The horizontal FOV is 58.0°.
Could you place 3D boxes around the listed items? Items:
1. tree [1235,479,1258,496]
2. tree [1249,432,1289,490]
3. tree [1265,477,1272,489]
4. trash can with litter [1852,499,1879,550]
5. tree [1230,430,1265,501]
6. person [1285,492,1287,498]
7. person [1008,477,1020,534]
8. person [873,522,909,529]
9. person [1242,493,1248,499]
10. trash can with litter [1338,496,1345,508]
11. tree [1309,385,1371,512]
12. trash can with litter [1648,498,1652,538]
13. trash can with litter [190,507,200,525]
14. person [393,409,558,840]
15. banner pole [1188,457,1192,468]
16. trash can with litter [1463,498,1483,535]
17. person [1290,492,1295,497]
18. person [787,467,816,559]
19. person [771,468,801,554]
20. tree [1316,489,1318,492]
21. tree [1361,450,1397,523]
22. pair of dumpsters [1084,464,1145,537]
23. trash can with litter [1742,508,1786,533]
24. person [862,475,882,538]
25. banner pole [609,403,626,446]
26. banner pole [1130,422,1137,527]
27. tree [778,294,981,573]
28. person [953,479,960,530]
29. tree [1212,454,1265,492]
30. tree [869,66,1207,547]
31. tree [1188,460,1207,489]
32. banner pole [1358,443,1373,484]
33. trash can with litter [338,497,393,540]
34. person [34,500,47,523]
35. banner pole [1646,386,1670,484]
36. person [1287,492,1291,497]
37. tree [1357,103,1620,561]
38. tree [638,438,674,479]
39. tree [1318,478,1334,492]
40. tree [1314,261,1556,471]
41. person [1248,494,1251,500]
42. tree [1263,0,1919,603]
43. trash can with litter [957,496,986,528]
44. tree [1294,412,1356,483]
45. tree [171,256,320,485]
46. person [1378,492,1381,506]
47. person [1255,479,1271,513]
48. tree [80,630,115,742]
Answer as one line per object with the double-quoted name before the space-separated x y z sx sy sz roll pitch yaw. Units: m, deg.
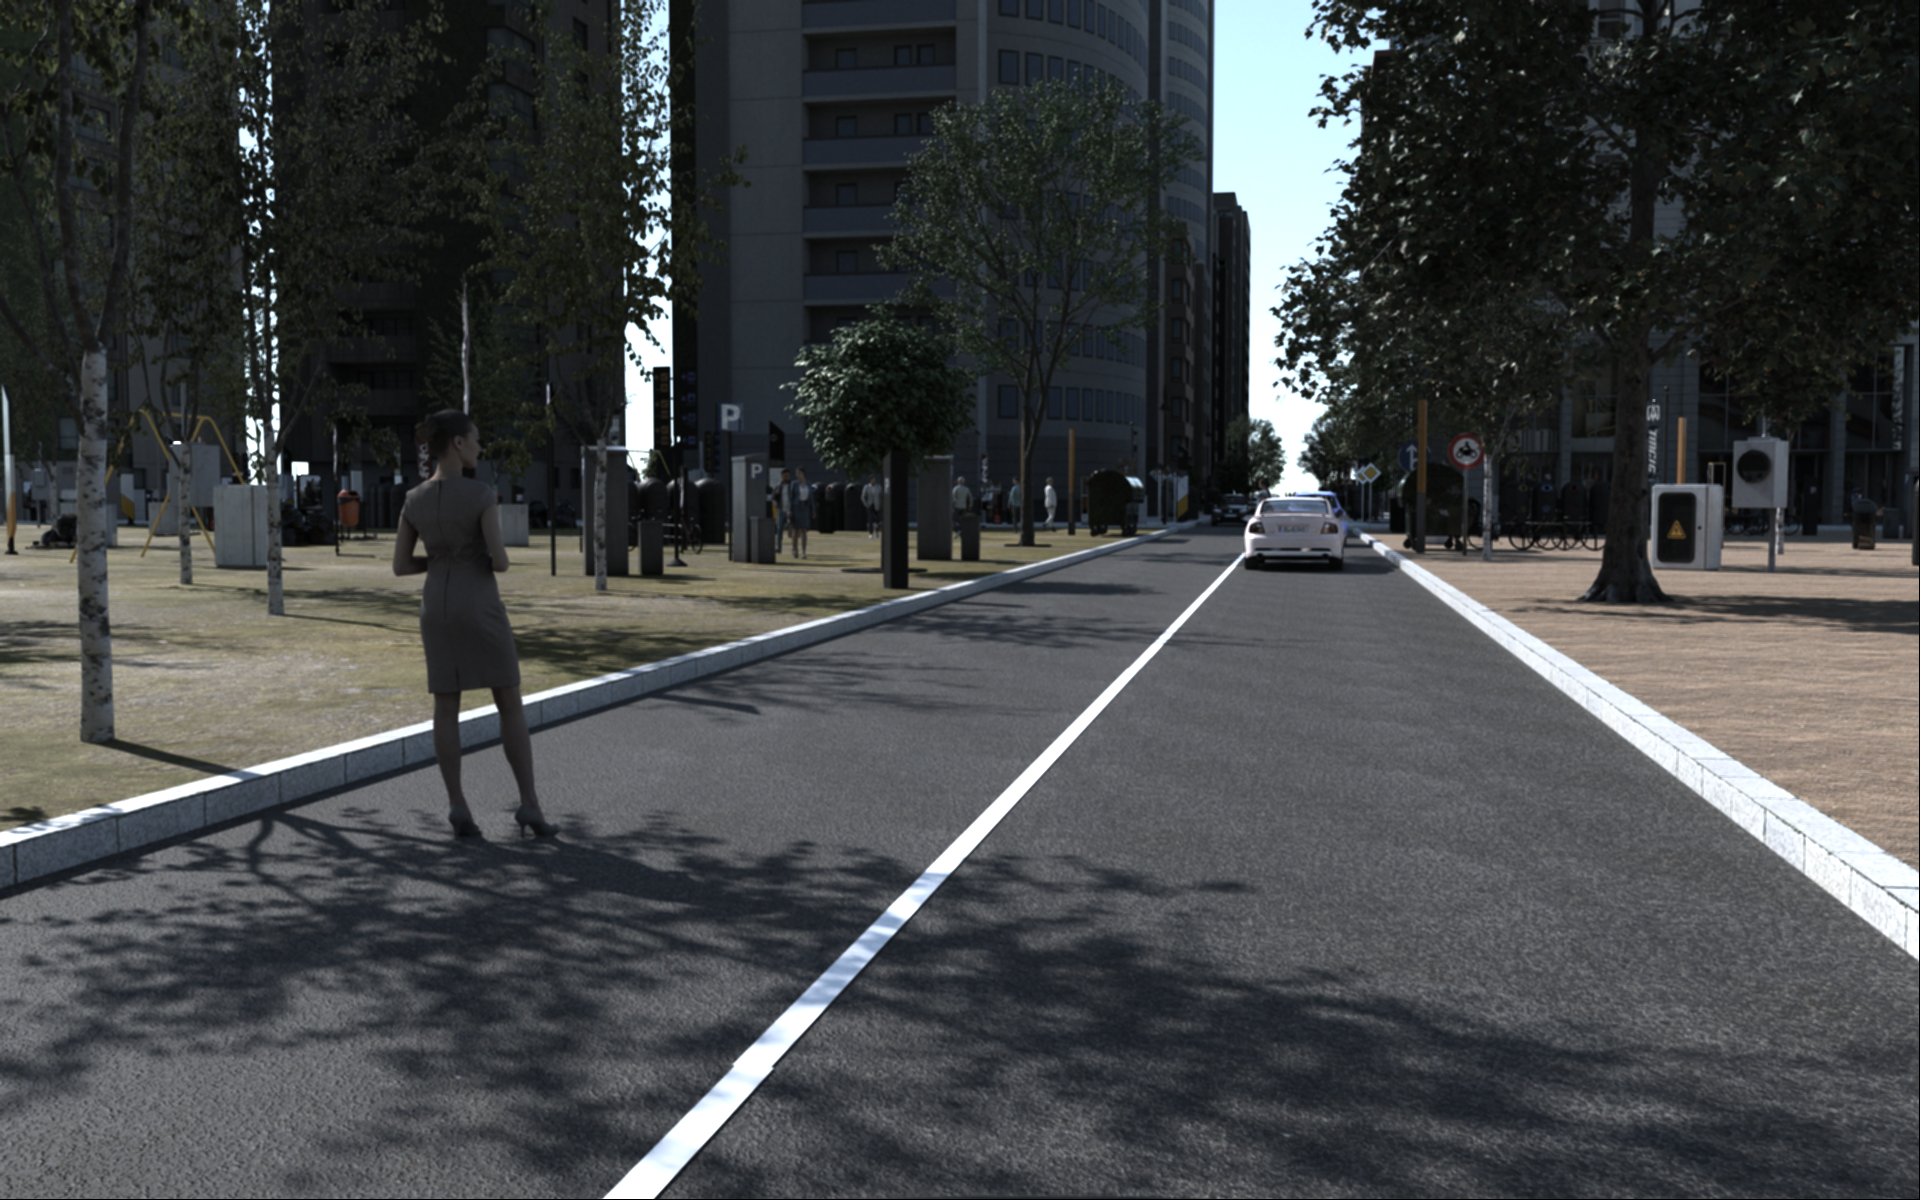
"tree" 31.277 -11.874 188.745 1.663 3.219 1.824 0 3 0
"tree" 53.594 -23.503 302.405 7.486 12.596 7.792 0 3 0
"tree" 49.243 -18.239 281.912 4.285 4.588 4.351 0 3 0
"trash can with litter" 20.970 -1.750 40.003 0.624 1.170 1.055 1 4 18
"tree" 32.839 -15.122 197.613 4.737 8.622 4.395 0 3 0
"person" 44.806 -13.970 237.623 0.721 1.736 1.217 1 4 20
"person" 1.882 -3.063 55.990 0.638 1.841 0.748 -1 4 -17
"person" -1.589 -1.839 41.604 1.012 1.151 0.738 -1 4 -21
"person" 28.570 -10.111 174.581 0.991 1.433 0.599 -1 4 -21
"trash can with litter" 28.549 -7.192 128.970 1.055 1.170 0.624 -3 5 -42
"tree" 26.353 -10.244 117.852 4.737 8.622 4.395 0 3 0
"trash can with litter" 20.965 -2.445 51.040 2.233 1.210 1.678 2 4 32
"trash can with litter" -32.232 -3.704 71.622 2.233 1.210 1.678 -1 4 -17
"person" -2.028 0.098 7.238 0.599 1.781 0.374 1 4 13
"banner pole" 13.461 -6.936 103.421 0.863 3.779 0.401 2 4 27
"trash can with litter" 16.188 -2.643 54.602 0.624 1.170 1.055 3 5 43
"person" 39.137 -11.859 203.103 1.217 1.736 0.721 -1 4 -18
"person" -3.161 -1.739 34.500 0.581 1.822 0.654 0 4 -5
"person" -3.615 -1.863 36.491 0.794 1.824 0.713 2 4 26
"tree" 55.401 -16.480 264.047 1.663 3.219 1.824 0 3 0
"tree" 18.271 -4.981 76.040 1.663 3.219 1.824 0 3 0
"pair of dumpsters" 4.794 -3.139 53.816 1.574 2.255 4.437 1 4 11
"trash can with litter" 26.697 -2.864 57.881 1.678 1.210 2.233 3 5 44
"person" -2.540 -2.729 50.510 0.661 1.843 0.795 0 4 -7
"banner pole" -9.477 -3.551 48.084 0.863 3.779 0.401 3 4 38
"banner pole" 6.083 -4.318 60.623 0.401 3.779 0.863 1 4 23
"tree" -1.347 -2.747 28.620 4.285 4.588 4.351 0 3 0
"person" -0.010 -3.373 61.372 0.590 1.801 0.661 1 4 14
"tree" 22.276 -9.681 142.001 4.285 4.588 4.351 0 3 0
"tree" 1.817 -7.115 42.082 9.928 11.665 9.643 0 3 0
"tree" 12.836 -6.324 97.998 1.663 3.219 1.824 0 3 0
"banner pole" 19.935 -5.813 85.067 0.863 3.779 0.401 1 4 8
"trash can with litter" -17.429 -2.331 49.161 2.233 1.210 1.678 1 4 11
"person" -41.138 -4.197 77.547 0.534 1.772 0.576 -1 4 -17
"banner pole" 16.320 -3.089 40.528 0.401 3.779 0.863 -2 4 -25
"person" 52.942 -16.462 277.796 1.348 1.807 0.705 -2 4 -30
"tree" 10.316 -5.045 32.847 4.360 8.622 3.978 0 3 0
"tree" -16.077 -6.887 96.316 4.285 4.588 4.351 0 3 0
"tree" 40.811 -11.941 189.844 1.663 3.219 1.824 0 3 0
"tree" 15.338 -8.384 55.212 7.486 12.596 7.792 0 3 0
"person" 37.728 -13.321 226.281 1.348 1.826 0.705 3 5 39
"tree" 8.110 -6.324 20.405 9.611 12.733 9.660 0 3 0
"trash can with litter" 0.105 -3.348 65.804 2.233 1.210 1.678 -1 4 -23
"tree" 41.534 -16.057 196.949 7.601 10.594 8.767 1 4 10
"tree" -21.268 -6.211 51.917 4.737 8.622 4.395 0 3 0
"person" 23.895 -5.680 99.091 0.721 1.800 0.419 -2 4 -32
"person" 7.542 -2.091 42.787 0.778 1.811 0.616 3 5 42
"tree" -4.697 -3.580 8.891 4.360 8.622 3.978 0 3 0
